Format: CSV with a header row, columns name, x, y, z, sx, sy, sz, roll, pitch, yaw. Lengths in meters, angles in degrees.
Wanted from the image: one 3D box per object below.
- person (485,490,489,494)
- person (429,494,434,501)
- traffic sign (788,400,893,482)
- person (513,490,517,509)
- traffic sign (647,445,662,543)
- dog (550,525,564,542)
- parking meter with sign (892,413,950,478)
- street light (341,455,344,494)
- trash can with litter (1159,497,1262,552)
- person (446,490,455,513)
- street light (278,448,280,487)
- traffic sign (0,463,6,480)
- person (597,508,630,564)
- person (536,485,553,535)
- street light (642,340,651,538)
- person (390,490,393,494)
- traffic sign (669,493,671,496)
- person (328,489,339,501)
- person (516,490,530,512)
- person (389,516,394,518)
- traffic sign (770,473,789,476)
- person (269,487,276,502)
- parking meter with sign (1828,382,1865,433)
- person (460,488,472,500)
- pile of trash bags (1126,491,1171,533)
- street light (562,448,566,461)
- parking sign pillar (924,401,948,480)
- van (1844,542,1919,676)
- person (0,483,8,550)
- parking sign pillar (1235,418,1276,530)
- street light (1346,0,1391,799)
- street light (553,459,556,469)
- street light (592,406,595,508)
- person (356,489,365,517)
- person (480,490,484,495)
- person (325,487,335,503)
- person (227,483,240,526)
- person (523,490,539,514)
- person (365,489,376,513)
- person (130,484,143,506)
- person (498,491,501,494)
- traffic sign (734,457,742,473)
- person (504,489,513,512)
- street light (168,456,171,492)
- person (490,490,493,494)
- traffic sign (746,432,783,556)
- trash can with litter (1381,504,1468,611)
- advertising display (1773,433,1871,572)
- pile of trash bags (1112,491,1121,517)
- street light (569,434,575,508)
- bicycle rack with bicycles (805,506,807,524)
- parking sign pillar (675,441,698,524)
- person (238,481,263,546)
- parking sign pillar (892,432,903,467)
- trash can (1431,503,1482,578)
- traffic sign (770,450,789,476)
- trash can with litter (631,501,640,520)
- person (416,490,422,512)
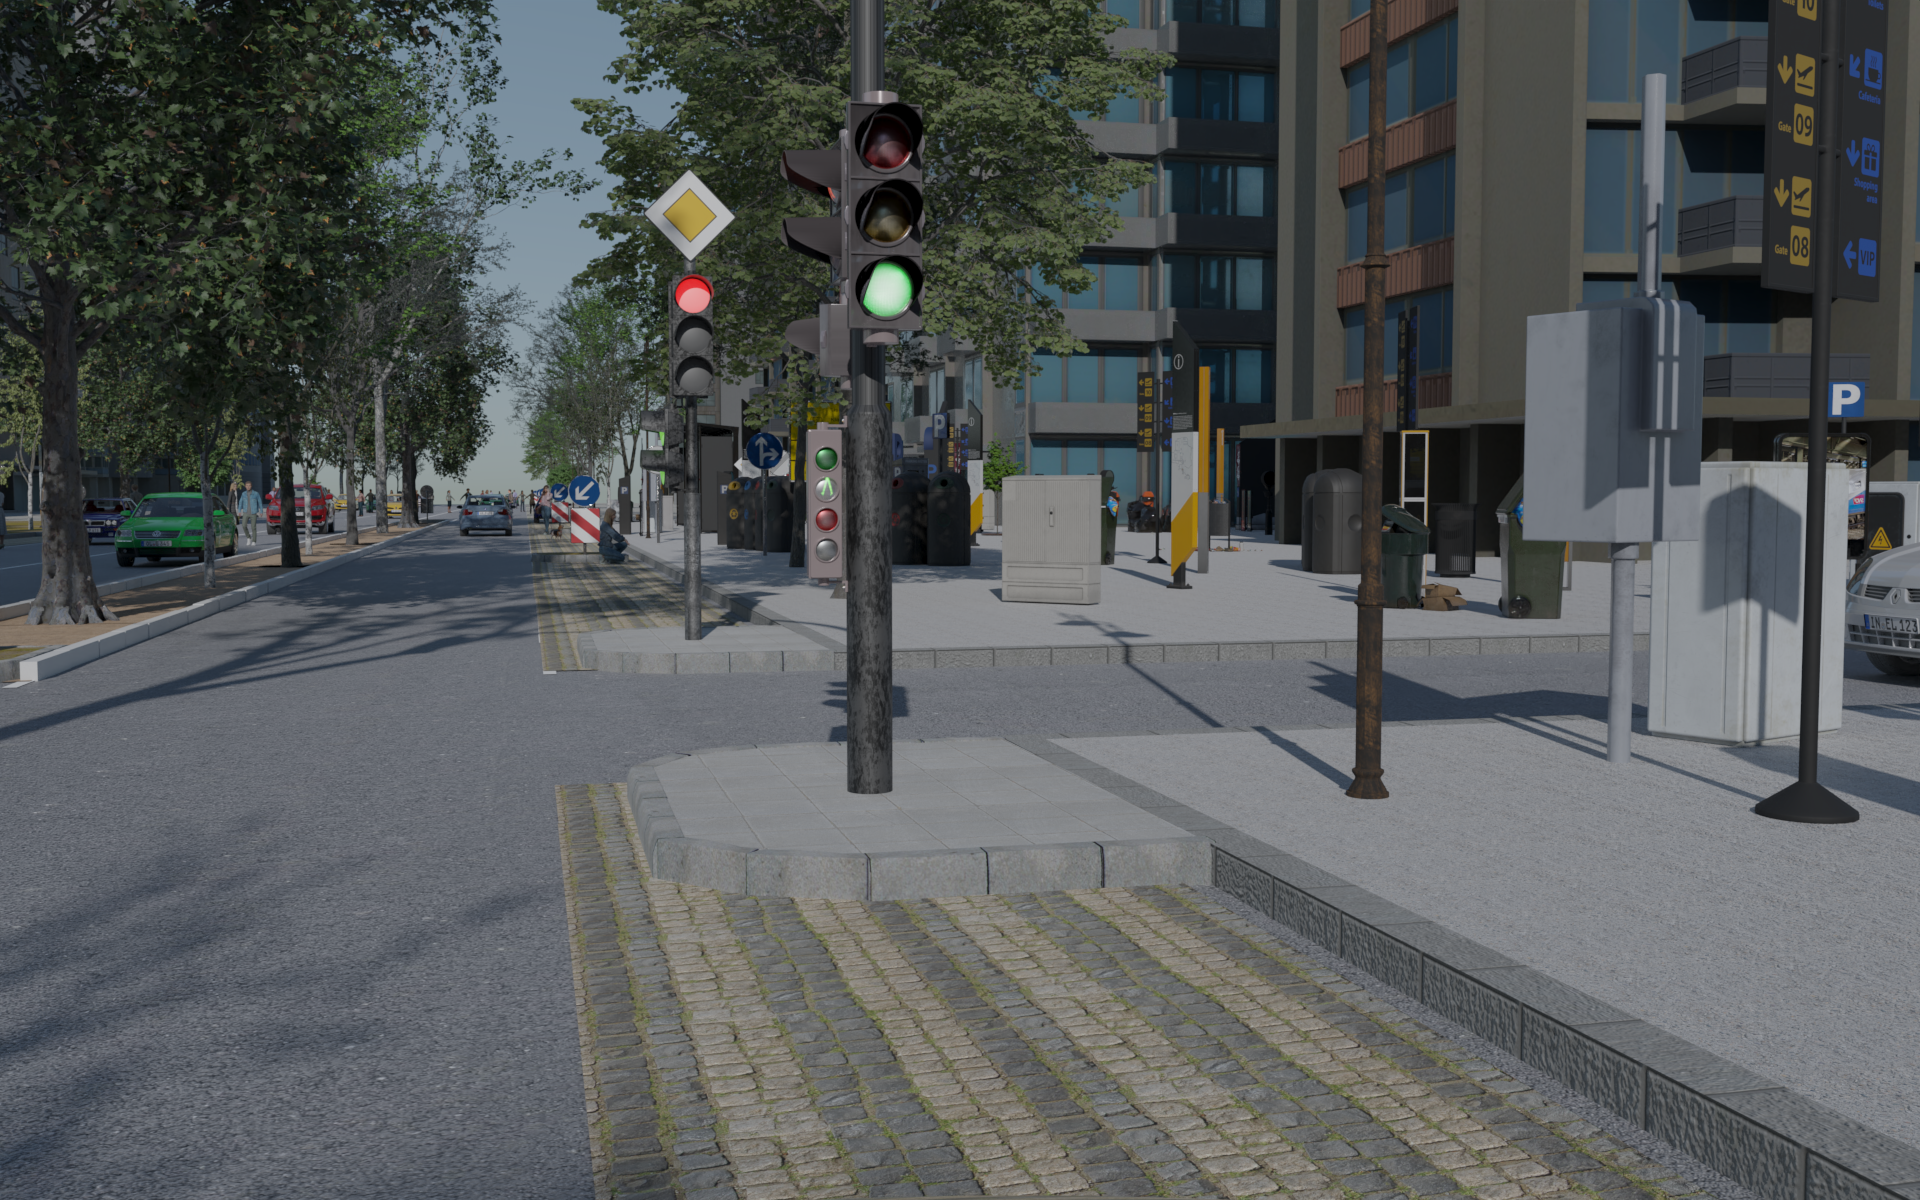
name,x,y,z,sx,sy,sz,roll,pitch,yaw
person,-32.899,-6.822,120.767,1.217,1.743,0.721,-3,5,-40
person,-43.311,-8.151,141.770,0.705,1.824,1.348,0,4,8
traffic sign,-2.596,-2.682,37.717,2.265,3.308,0.079,-1,4,-11
person,-43.470,-9.809,168.742,0.599,1.838,0.709,2,4,25
traffic sign,-7.889,-2.761,45.246,0.768,2.556,0.104,-1,4,-13
dog,-12.096,-1.999,51.975,0.540,0.507,0.406,0,4,6
parking meter with sign,-1.077,-2.486,36.900,1.738,3.016,0.543,-3,4,-36
street light,-59.115,-11.806,165.817,0.468,5.910,1.993,-1,4,-14
trash can with litter,5.570,-1.717,39.131,2.233,1.210,1.678,3,4,38
person,-38.748,-7.485,131.666,0.721,1.735,1.217,1,4,13
street light,-48.343,-9.186,122.981,0.468,5.910,1.993,-1,4,-14
traffic sign,-37.403,-4.102,67.174,0.768,2.556,0.104,-1,4,-12
person,-7.031,-1.312,35.447,0.738,1.151,1.012,0,4,0
person,-14.511,-3.158,60.725,0.593,1.750,0.643,1,4,23
street light,-9.030,-4.723,50.006,0.468,5.910,1.993,-1,4,-14
person,-41.197,-7.112,125.497,1.217,1.735,0.721,0,4,-5
traffic sign,-15.080,-5.501,90.040,0.768,2.556,0.104,-1,4,-9
person,-45.284,-7.078,124.314,1.350,1.814,0.705,-1,4,-12
person,-35.289,-7.986,139.796,1.217,1.735,0.721,-3,4,-38
person,-34.181,-5.640,103.979,1.065,1.426,0.557,3,4,39
traffic sign,-6.029,-3.482,56.936,0.884,2.594,0.081,-1,4,-11
person,-39.334,-5.566,99.367,0.709,1.838,0.599,-2,4,-25
parking meter with sign,13.943,-1.929,27.807,0.543,3.016,1.738,1,4,13
person,-36.328,-7.331,127.989,1.348,1.869,0.705,-2,4,-33
pile of trash bags,6.584,-2.999,58.792,1.912,1.369,3.447,0,4,-4
street light,-37.171,-11.601,162.470,0.468,5.910,1.993,-1,4,-14
parking sign pillar,-0.691,-3.746,49.716,1.447,3.967,1.447,1,4,12
van,8.883,-0.383,13.270,4.112,2.044,2.013,-1,4,-13
person,-24.964,-2.186,44.805,0.524,1.755,0.480,0,4,2
parking sign pillar,10.572,-4.487,61.833,1.447,3.967,1.447,0,4,-1
street light,1.733,-2.104,7.182,0.468,5.910,1.993,-1,4,-14
street light,-47.967,-14.196,204.894,0.468,5.910,1.993,-1,4,-14
street light,-18.565,-7.035,87.807,0.468,5.910,1.993,-1,4,-14
person,-38.311,-6.195,110.497,1.217,1.736,0.721,3,4,37
person,-47.505,-10.038,172.556,0.705,1.831,1.348,2,4,29
person,-36.884,-5.642,100.715,1.348,1.831,0.705,2,4,30
person,-23.964,-2.925,56.537,0.699,1.804,1.509,1,4,14
person,-28.394,-6.464,114.908,1.217,1.735,0.721,-2,4,-24
person,-44.320,-7.450,130.328,1.348,1.821,0.705,1,4,16
person,-26.224,-2.812,55.032,0.362,1.759,0.519,1,4,23
person,-58.377,-12.903,219.469,0.705,1.822,1.348,3,5,43
traffic sign,-5.445,-2.668,44.807,0.795,2.450,0.064,-1,4,-9
person,-29.969,-6.468,114.785,0.750,1.759,0.617,0,4,-7
street light,-38.902,-6.873,85.158,0.468,5.910,1.993,-1,4,-14
person,-51.363,-11.072,189.401,0.599,1.838,0.709,0,4,3
traffic sign,-4.051,-2.191,35.936,0.768,2.556,0.104,0,4,-8
trash can with litter,5.165,-0.487,19.344,0.624,1.170,1.055,-3,5,-44
advertising display,9.123,-0.805,18.378,0.974,1.923,0.123,0,4,0
pile of trash bags,3.573,-2.898,57.140,3.447,1.369,1.912,0,4,6
street light,-27.859,-9.286,124.614,0.468,5.910,1.993,-1,4,-14
bicycle rack with bicycles,-6.080,-3.696,73.809,2.852,0.926,2.925,-3,4,-39
parking sign pillar,-11.733,-5.324,75.519,1.447,3.967,1.447,1,4,10
person,-19.612,-2.388,47.889,0.601,1.785,0.444,0,4,-4
parking sign pillar,-2.196,-4.111,55.683,1.447,3.967,1.447,1,4,12
trash can,7.618,-0.915,26.614,0.748,1.137,0.748,0,3,0
traffic sign,-5.187,-3.044,49.868,0.768,2.556,0.104,-1,4,-10
trash can with litter,-16.052,-4.503,85.006,1.055,1.170,0.624,0,4,-5
person,-43.404,-7.900,138.190,1.217,1.766,0.721,1,4,21
